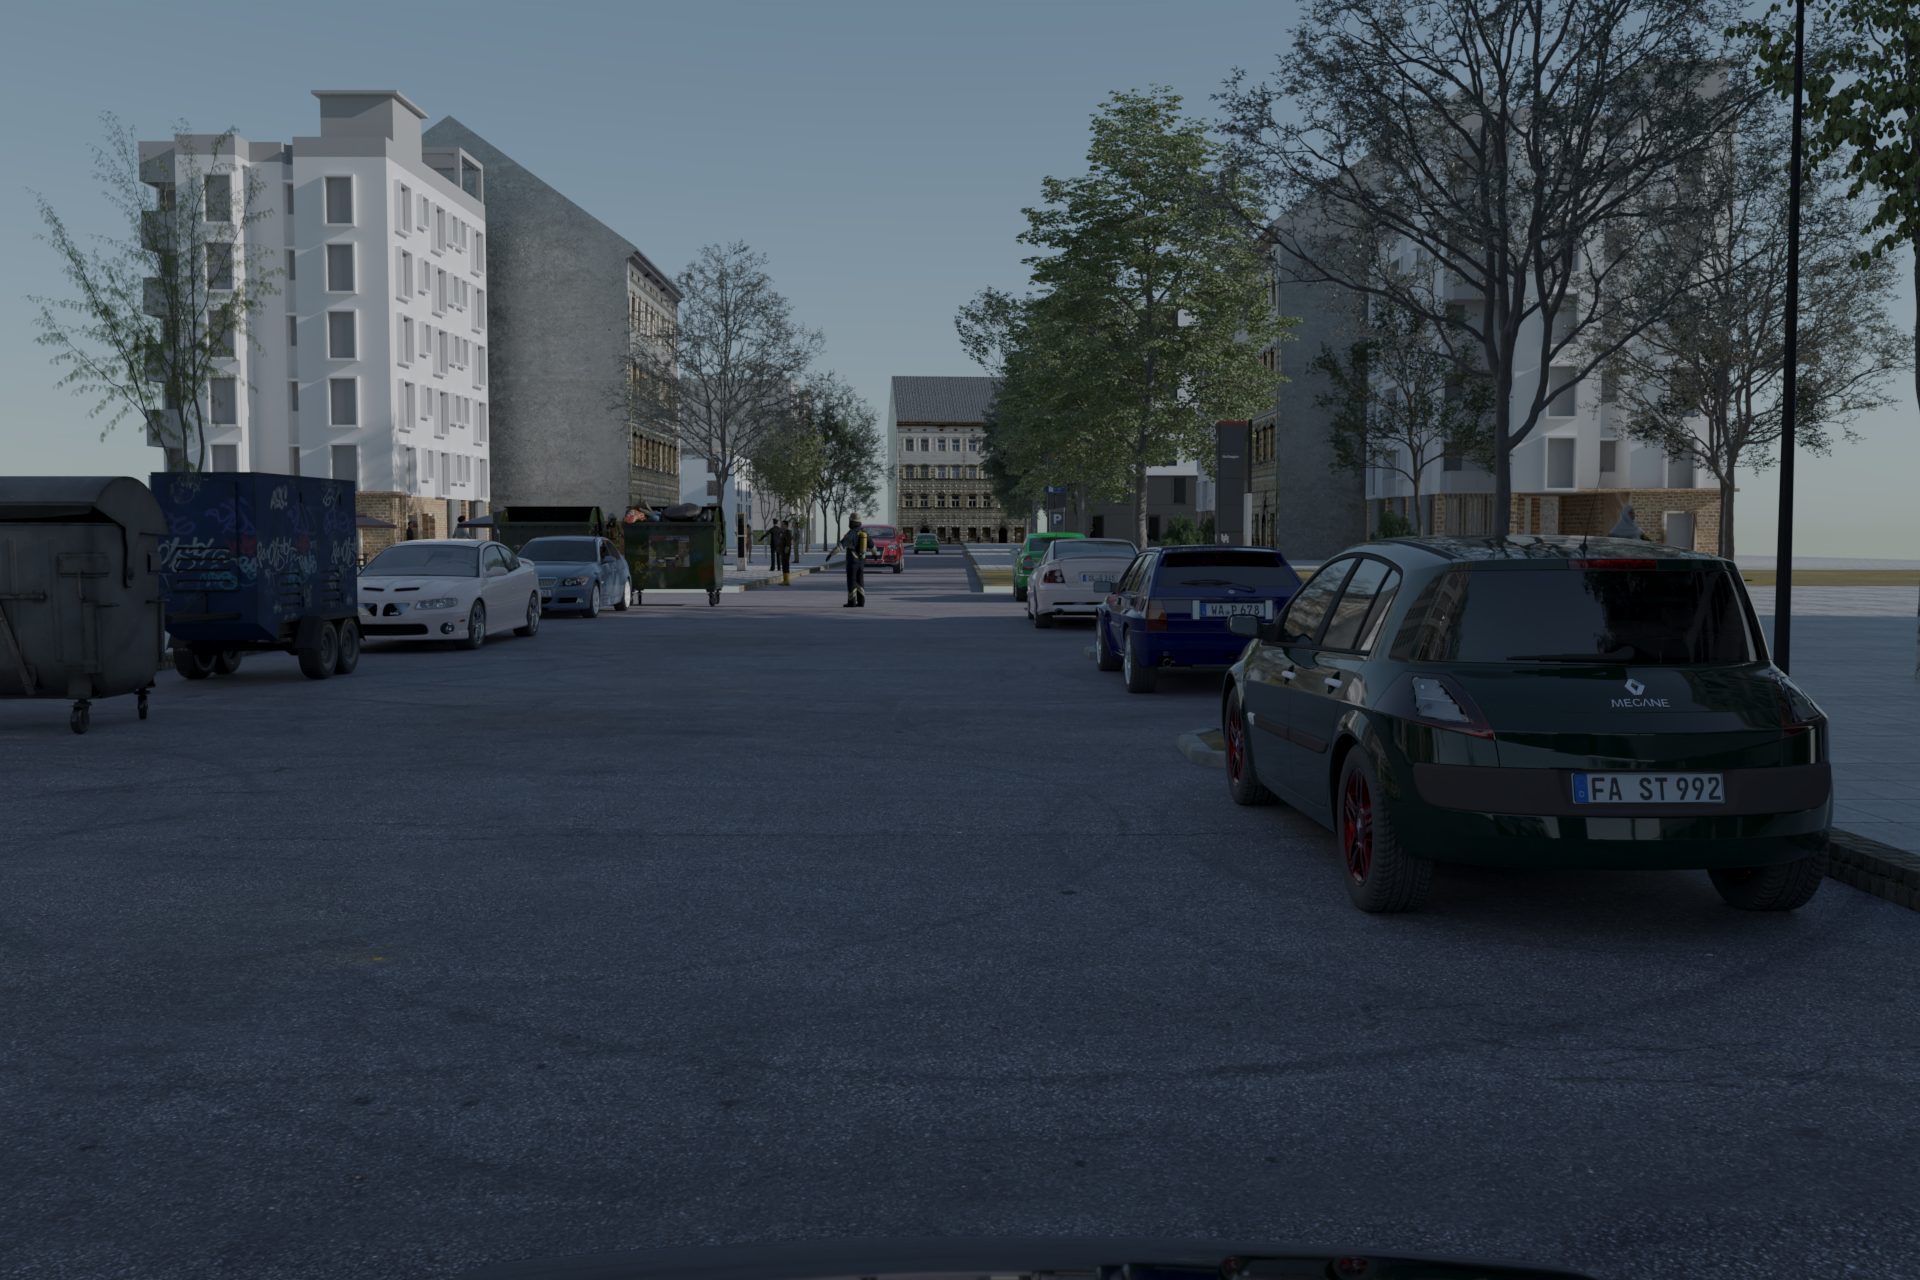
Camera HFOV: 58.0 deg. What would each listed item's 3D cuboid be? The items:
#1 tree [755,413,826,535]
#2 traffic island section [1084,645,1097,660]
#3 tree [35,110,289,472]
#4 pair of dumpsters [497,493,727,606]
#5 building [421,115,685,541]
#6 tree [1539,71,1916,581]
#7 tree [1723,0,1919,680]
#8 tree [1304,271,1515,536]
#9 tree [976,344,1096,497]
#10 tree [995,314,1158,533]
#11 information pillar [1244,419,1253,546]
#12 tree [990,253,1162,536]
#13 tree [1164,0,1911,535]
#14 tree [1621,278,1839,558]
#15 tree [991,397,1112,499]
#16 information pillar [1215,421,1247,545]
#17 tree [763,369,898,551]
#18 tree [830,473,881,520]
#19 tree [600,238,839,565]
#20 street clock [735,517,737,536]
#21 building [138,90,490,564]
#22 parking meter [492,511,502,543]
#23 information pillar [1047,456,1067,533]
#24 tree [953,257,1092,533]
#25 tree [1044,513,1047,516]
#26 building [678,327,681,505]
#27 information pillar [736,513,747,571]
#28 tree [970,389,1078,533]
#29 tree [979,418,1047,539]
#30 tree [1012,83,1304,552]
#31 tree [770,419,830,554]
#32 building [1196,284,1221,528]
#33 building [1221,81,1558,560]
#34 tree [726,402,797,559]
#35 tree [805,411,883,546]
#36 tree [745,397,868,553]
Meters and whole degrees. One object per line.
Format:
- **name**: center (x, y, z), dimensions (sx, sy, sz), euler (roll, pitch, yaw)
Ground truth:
- **tree**: center (-10.241, -9.240, 101.430), dimensions (4.737, 8.622, 4.395), euler (0, 3, 0)
- **traffic island section**: center (2.472, 0.155, 20.326), dimensions (1.991, 0.108, 1.994), euler (0, 4, -1)
- **tree**: center (-13.246, -4.882, 30.184), dimensions (4.360, 8.622, 3.978), euler (0, 3, 0)
- **pair of dumpsters**: center (-6.957, -1.821, 34.730), dimensions (4.436, 2.255, 1.574), euler (0, 3, 0)
- **building**: center (-26.932, -16.487, 100.484), dimensions (19.493, 23.208, 18.063), euler (0, 4, -1)
- **tree**: center (20.972, -8.361, 47.079), dimensions (12.009, 13.543, 11.850), euler (0, 3, 0)
- **tree**: center (8.659, -3.944, 14.839), dimensions (4.737, 8.622, 4.395), euler (0, 3, 0)
- **tree**: center (16.148, -7.774, 61.523), dimensions (7.601, 10.594, 8.767), euler (2, 4, 31)
- **tree**: center (5.722, -11.920, 105.267), dimensions (12.009, 13.543, 11.850), euler (0, 3, 0)
- **tree**: center (5.537, -9.550, 81.891), dimensions (9.928, 11.665, 9.643), euler (0, 3, 0)
- **information pillar**: center (5.904, -2.701, 35.520), dimensions (0.183, 3.616, 0.504), euler (0, 4, 0)
- **tree**: center (4.695, -9.314, 70.405), dimensions (7.486, 12.596, 7.792), euler (0, 3, 0)
- **tree**: center (8.383, -7.079, 26.104), dimensions (12.009, 13.543, 11.850), euler (0, 3, 0)
- **tree**: center (26.333, -7.619, 58.990), dimensions (7.601, 10.594, 8.767), euler (-1, 4, -18)
- **tree**: center (5.525, -9.766, 94.089), dimensions (8.767, 10.594, 7.601), euler (2, 4, 34)
- **information pillar**: center (6.243, -3.093, 39.955), dimensions (0.750, 3.857, 0.750), euler (0, 4, 0)
- **tree**: center (-10.026, -13.339, 128.468), dimensions (12.009, 13.543, 11.850), euler (0, 3, 0)
- **tree**: center (-14.362, -18.602, 238.554), dimensions (7.601, 10.594, 8.767), euler (0, 4, -2)
- **tree**: center (-9.947, -9.879, 71.894), dimensions (12.009, 13.543, 11.850), euler (0, 3, 0)
- **street clock**: center (-7.675, -3.409, 60.303), dimensions (0.358, 2.002, 0.471), euler (0, 4, 0)
- **building**: center (-29.024, -13.385, 75.271), dimensions (16.016, 20.090, 11.380), euler (0, 4, 0)
- **parking meter**: center (-10.824, -2.152, 40.890), dimensions (0.399, 1.863, 0.255), euler (0, 3, 0)
- **information pillar**: center (3.230, -4.182, 57.755), dimensions (0.750, 3.857, 0.750), euler (0, 4, -1)
- **tree**: center (6.404, -16.012, 117.691), dimensions (12.611, 20.169, 13.585), euler (0, 3, 0)
- **tree**: center (13.362, -17.626, 238.548), dimensions (4.737, 8.622, 4.395), euler (0, 3, 0)
- **building**: center (-30.130, -17.644, 119.406), dimensions (19.493, 23.208, 18.063), euler (0, 4, -1)
- **information pillar**: center (-7.549, -3.386, 59.852), dimensions (0.304, 2.012, 0.304), euler (0, 4, 1)
- **tree**: center (5.505, -13.716, 130.918), dimensions (9.857, 13.997, 8.962), euler (0, 3, 0)
- **tree**: center (5.495, -13.709, 142.263), dimensions (7.486, 12.596, 7.792), euler (0, 3, 0)
- **tree**: center (5.030, -7.720, 44.355), dimensions (7.486, 12.596, 7.792), euler (0, 3, 0)
- **tree**: center (-10.248, -9.778, 110.239), dimensions (4.737, 8.622, 4.395), euler (0, 3, 0)
- **building**: center (22.538, -16.513, 126.404), dimensions (16.016, 20.090, 11.380), euler (0, 4, 0)
- **building**: center (24.808, -16.069, 93.656), dimensions (19.493, 23.208, 18.063), euler (0, 4, 0)
- **tree**: center (-10.174, -8.597, 90.922), dimensions (4.360, 8.622, 3.978), euler (0, 3, 0)
- **tree**: center (-10.180, -13.369, 144.334), dimensions (9.928, 11.665, 9.643), euler (0, 3, 0)
- **tree**: center (-10.393, -11.160, 116.885), dimensions (8.767, 10.594, 7.601), euler (0, 4, -2)
